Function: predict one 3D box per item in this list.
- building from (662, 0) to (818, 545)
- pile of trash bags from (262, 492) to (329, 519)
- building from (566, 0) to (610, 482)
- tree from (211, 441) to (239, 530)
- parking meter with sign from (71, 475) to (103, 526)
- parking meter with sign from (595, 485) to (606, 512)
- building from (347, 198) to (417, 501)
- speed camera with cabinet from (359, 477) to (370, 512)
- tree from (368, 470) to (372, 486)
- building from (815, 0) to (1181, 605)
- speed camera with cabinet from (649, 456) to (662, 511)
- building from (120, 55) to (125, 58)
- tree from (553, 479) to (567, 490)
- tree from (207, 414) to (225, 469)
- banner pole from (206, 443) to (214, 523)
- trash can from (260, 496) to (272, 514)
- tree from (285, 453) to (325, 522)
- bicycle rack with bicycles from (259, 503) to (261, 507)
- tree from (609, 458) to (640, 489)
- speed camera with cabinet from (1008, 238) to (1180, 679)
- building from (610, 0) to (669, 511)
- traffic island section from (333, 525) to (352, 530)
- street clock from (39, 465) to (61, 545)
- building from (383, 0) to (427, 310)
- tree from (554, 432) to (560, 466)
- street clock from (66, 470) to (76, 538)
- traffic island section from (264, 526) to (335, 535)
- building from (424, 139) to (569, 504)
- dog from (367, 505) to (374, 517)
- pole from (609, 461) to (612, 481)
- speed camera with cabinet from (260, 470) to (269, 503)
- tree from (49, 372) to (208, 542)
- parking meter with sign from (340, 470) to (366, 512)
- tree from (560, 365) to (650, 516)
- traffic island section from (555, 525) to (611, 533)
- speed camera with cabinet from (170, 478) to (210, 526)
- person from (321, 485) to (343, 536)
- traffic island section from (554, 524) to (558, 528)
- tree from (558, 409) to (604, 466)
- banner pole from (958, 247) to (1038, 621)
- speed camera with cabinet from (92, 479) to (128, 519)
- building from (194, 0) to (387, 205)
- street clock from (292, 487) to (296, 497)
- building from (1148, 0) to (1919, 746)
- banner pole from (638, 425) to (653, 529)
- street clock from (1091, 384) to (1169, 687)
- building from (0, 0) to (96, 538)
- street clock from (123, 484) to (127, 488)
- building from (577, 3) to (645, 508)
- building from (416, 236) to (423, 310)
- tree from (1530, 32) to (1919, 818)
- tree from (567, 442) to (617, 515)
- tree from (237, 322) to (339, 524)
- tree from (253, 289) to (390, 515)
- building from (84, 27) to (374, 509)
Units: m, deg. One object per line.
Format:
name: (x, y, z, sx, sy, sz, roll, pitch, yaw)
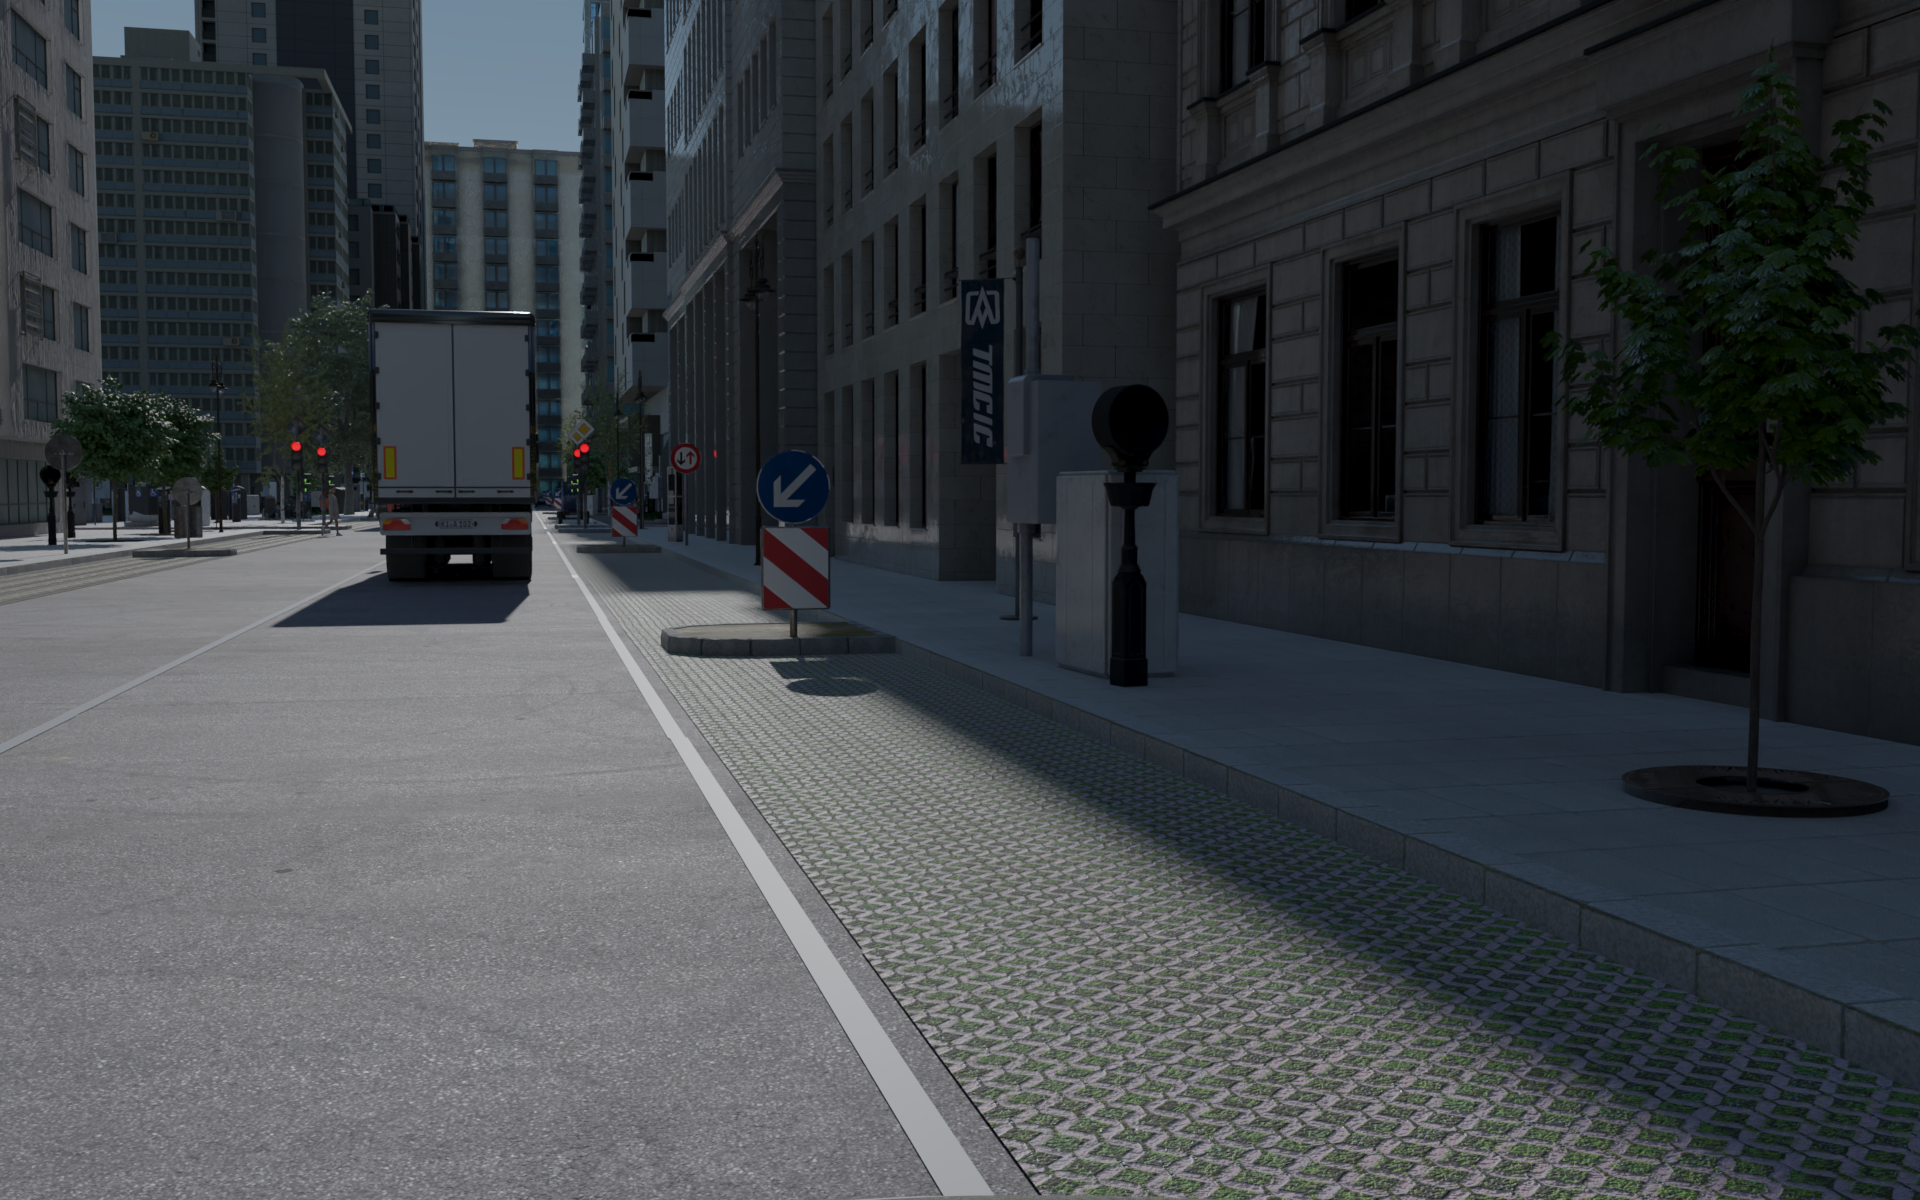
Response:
building: (-2.008, -16.707, 50.649, 11.434, 29.767, 29.804, -1, 4, -14)
pile of trash bags: (-34.497, -4.930, 90.349, 1.912, 1.369, 3.447, 3, 5, 43)
building: (-35.232, -54.554, 204.635, 22.319, 86.520, 31.000, -1, 4, -14)
tree: (-26.723, -4.148, 62.427, 1.663, 3.219, 1.824, 0, 3, 0)
parking meter with sign: (-39.127, -4.954, 77.259, 0.543, 3.016, 1.738, 1, 4, 20)
parking meter with sign: (-25.422, -7.635, 121.085, 1.738, 3.016, 0.543, 2, 4, 29)
building: (-61.519, -24.382, 170.340, 14.160, 30.474, 14.107, -1, 4, -14)
speed camera with cabinet: (-43.448, -8.028, 125.594, 0.660, 3.252, 2.038, 0, 4, 2)
tree: (-44.291, -9.202, 134.166, 4.285, 4.588, 4.351, 0, 3, 0)
building: (4.139, -10.625, 28.466, 10.420, 20.320, 16.860, -1, 4, -14)
speed camera with cabinet: (-15.282, -5.834, 89.716, 0.660, 3.252, 2.038, 2, 4, 25)
building: (-93.490, -34.986, 195.714, 21.600, 48.544, 21.300, -1, 4, -14)
tree: (-48.882, -13.258, 211.361, 1.663, 3.219, 1.824, 0, 3, 0)
tree: (-24.648, -4.286, 53.797, 4.285, 4.588, 4.351, 0, 3, 0)
banner pole: (-33.831, -5.397, 78.250, 0.401, 3.779, 0.863, 1, 4, 12)
trash can: (-42.934, -5.845, 107.225, 0.748, 1.137, 0.748, 0, 3, 0)
tree: (-30.365, -5.223, 80.004, 1.663, 3.219, 1.824, 0, 3, 0)
bicycle rack with bicycles: (-51.498, -6.955, 127.103, 2.925, 0.926, 2.852, 2, 4, 26)
tree: (-18.082, -5.983, 92.428, 1.663, 3.219, 1.824, 0, 3, 0)
speed camera with cabinet: (0.959, -1.136, 12.907, 0.660, 3.252, 2.038, -1, 4, -18)
building: (-11.813, -33.069, 129.909, 28.713, 52.752, 27.495, -1, 4, -14)
traffic island section: (-25.694, -2.913, 69.914, 2.009, 0.180, 2.903, -1, 4, -14)
street clock: (-22.849, -2.384, 43.549, 0.471, 2.002, 0.358, -2, 4, -24)
building: (-73.241, -46.653, 201.030, 20.611, 71.187, 20.563, -1, 4, -14)
tree: (-34.347, -12.565, 155.801, 4.737, 8.622, 4.395, 0, 3, 0)
street clock: (-25.961, -2.811, 50.530, 0.358, 2.002, 0.471, 0, 4, -7)
traffic island section: (-23.745, -2.440, 62.170, 2.009, 0.180, 2.903, -1, 4, -14)
building: (-63.181, -37.747, 236.778, 30.456, 49.044, 23.786, -1, 4, -14)
dog: (-33.366, -4.982, 98.296, 0.513, 0.831, 0.800, 0, 4, -5)
pole: (-21.309, -6.832, 105.548, 0.158, 3.312, 0.155, 0, 3, 0)
speed camera with cabinet: (-52.841, -8.403, 131.730, 0.660, 3.252, 2.038, -2, 4, -27)
tree: (-22.777, -3.844, 46.571, 4.285, 4.588, 4.351, 0, 3, 0)
parking meter with sign: (-43.274, -7.792, 123.665, 0.543, 3.016, 1.738, 2, 4, 32)
tree: (-20.079, -9.159, 100.111, 4.737, 8.622, 4.395, 0, 3, 0)
traffic island section: (-13.956, -2.590, 64.620, 2.009, 0.180, 2.903, -1, 4, -14)
speed camera with cabinet: (-30.551, -4.544, 68.627, 0.660, 3.252, 2.038, 0, 4, 6)
person: (-21.376, -3.040, 58.955, 0.466, 1.731, 0.760, 2, 4, 35)
traffic island section: (-15.906, -3.063, 72.364, 2.009, 0.180, 2.903, -1, 4, -14)
tree: (-32.759, -12.207, 149.948, 4.360, 8.622, 3.978, 0, 3, 0)
banner pole: (0.384, -1.695, 17.723, 0.863, 3.779, 0.401, 1, 4, 19)
speed camera with cabinet: (-44.090, -5.866, 90.239, 2.038, 3.252, 0.660, 0, 4, 2)
building: (-87.417, -48.290, 227.796, 20.611, 71.187, 20.563, -1, 4, -14)
street clock: (-52.689, -8.121, 137.342, 0.471, 2.002, 0.358, -1, 4, -12)
building: (9.006, -8.958, 11.094, 10.561, 19.102, 19.286, -1, 4, -14)
banner pole: (-11.395, -4.458, 62.898, 0.401, 3.779, 0.863, -3, 5, -44)
street clock: (1.131, -0.427, 11.552, 0.471, 2.002, 0.358, -2, 4, -26)
building: (-34.795, -22.544, 52.188, 14.086, 41.232, 14.154, -1, 4, -14)
street clock: (-58.868, -7.204, 122.354, 0.358, 2.002, 0.471, 1, 4, 20)
building: (-26.940, -33.996, 175.449, 23.786, 49.044, 30.456, -1, 4, -14)
building: (-64.833, -25.256, 184.640, 14.160, 30.474, 14.107, -1, 4, -14)
tree: (3.492, -0.778, 7.323, 1.663, 3.219, 1.824, 0, 3, 0)
tree: (-22.708, -7.582, 107.687, 4.285, 4.588, 4.351, 0, 3, 0)
tree: (-29.231, -7.615, 74.862, 4.737, 8.622, 4.395, 0, 3, 0)
tree: (-37.864, -12.230, 106.623, 9.857, 13.997, 8.962, 0, 3, 0)
building: (-66.195, -27.974, 149.255, 32.217, 40.220, 23.993, -1, 4, -14)
